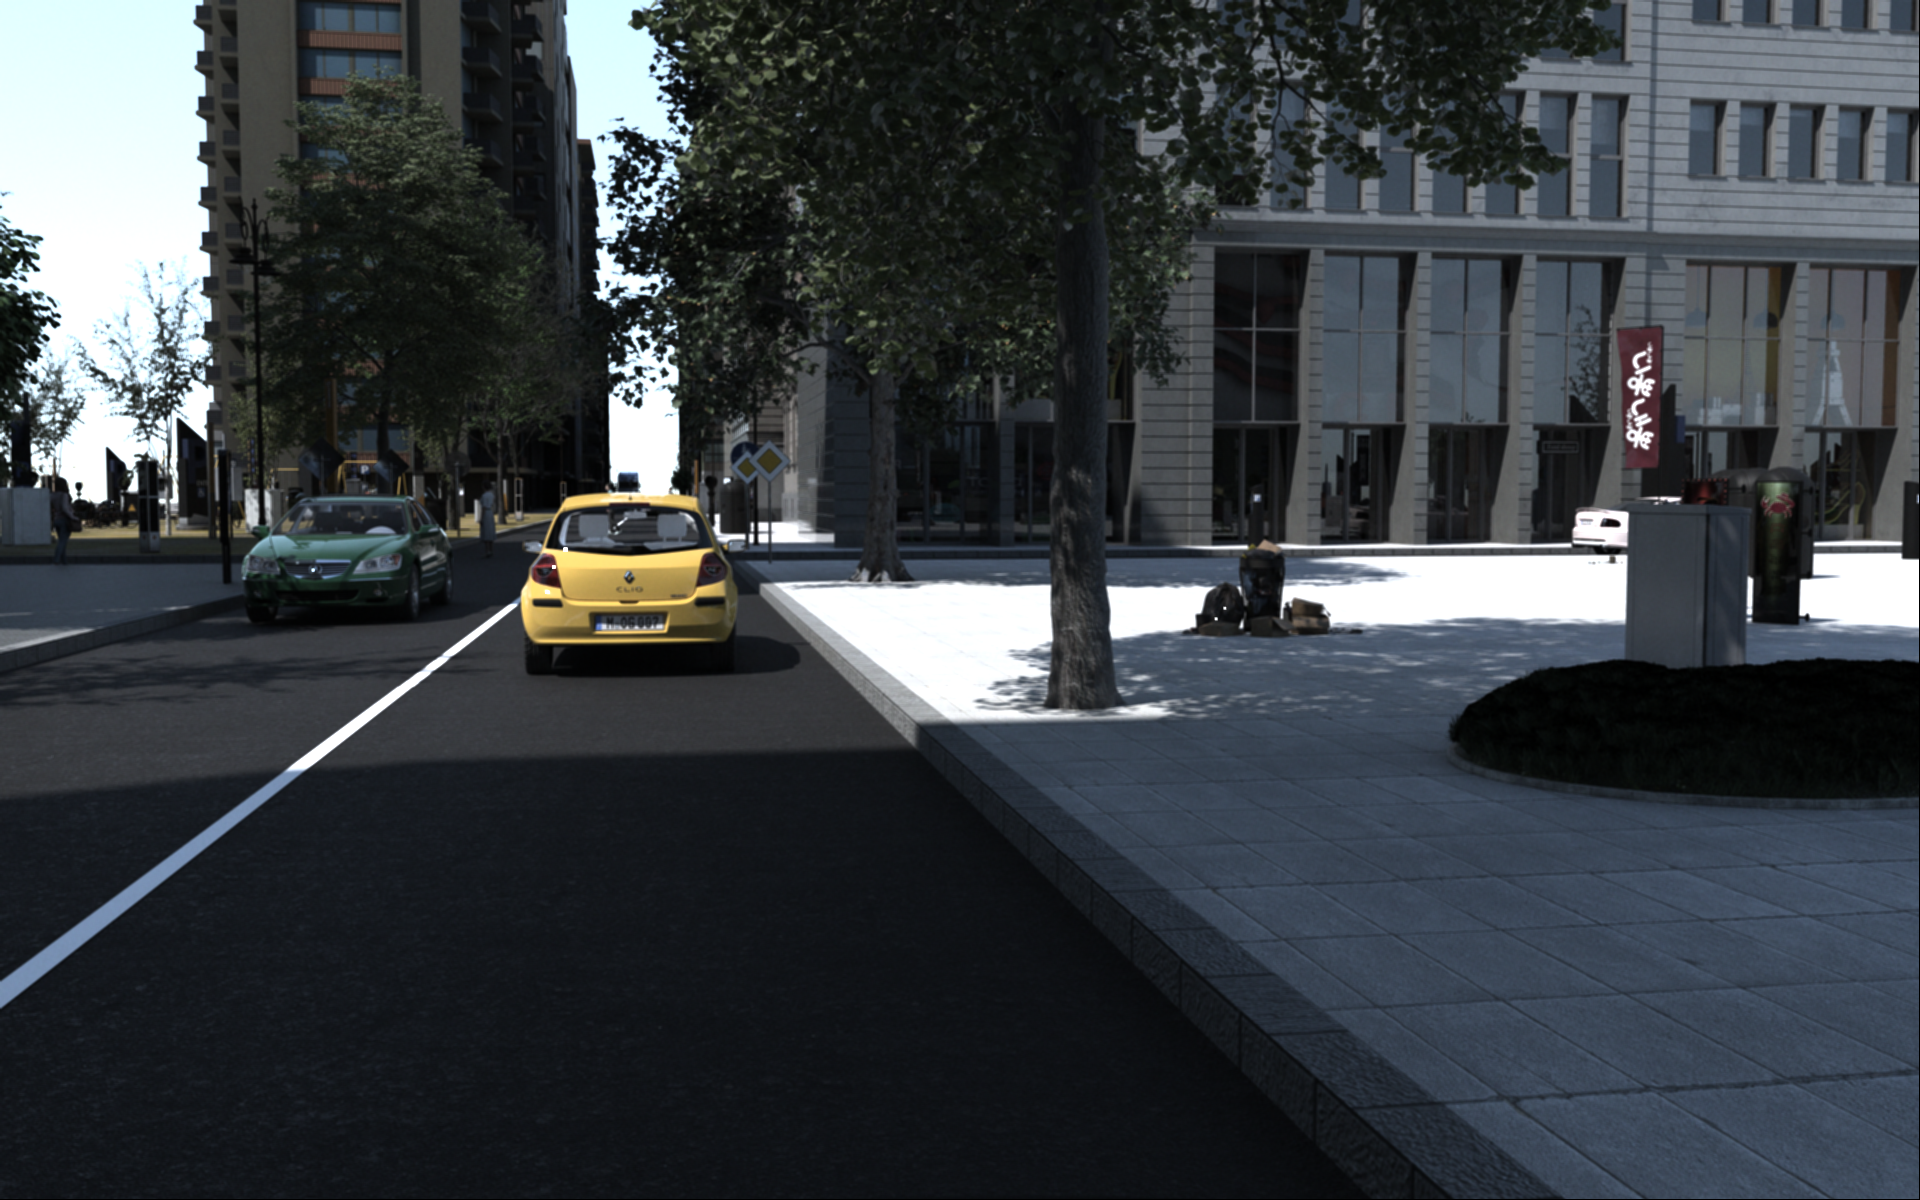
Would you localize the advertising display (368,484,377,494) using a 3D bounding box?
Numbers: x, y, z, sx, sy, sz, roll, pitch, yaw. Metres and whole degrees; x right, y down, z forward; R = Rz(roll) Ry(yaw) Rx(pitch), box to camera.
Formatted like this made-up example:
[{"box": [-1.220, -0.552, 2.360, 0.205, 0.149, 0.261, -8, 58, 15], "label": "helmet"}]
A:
[{"box": [-36.319, -6.260, 107.559, 0.974, 1.923, 0.123, 0, 4, 0], "label": "advertising display"}]

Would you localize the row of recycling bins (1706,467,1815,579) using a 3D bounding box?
[{"box": [12.636, -1.256, 27.651, 1.069, 1.692, 3.534, 0, 4, 8], "label": "row of recycling bins"}]

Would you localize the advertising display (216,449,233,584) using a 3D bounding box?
[{"box": [-10.632, -1.216, 25.090, 0.123, 1.923, 0.974, -1, 4, -20], "label": "advertising display"}]

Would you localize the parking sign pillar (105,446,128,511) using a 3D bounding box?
[{"box": [-47.939, -6.732, 98.532, 1.447, 3.967, 1.447, 1, 4, 12], "label": "parking sign pillar"}]

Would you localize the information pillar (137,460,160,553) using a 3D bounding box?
[{"box": [-17.708, -2.038, 37.807, 0.304, 2.012, 0.304, 2, 4, 23], "label": "information pillar"}]

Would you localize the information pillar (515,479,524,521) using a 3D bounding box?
[{"box": [-20.884, -4.746, 82.082, 0.304, 2.012, 0.304, 0, 4, 2], "label": "information pillar"}]

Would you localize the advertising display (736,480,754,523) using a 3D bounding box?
[{"box": [-9.703, -4.435, 77.732, 0.974, 1.923, 0.123, -3, 4, -38], "label": "advertising display"}]

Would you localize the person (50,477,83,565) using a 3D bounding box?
[{"box": [-16.597, -1.400, 31.980, 0.593, 1.750, 0.643, 2, 4, 28], "label": "person"}]

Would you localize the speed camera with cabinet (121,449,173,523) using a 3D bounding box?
[{"box": [-35.867, -5.018, 76.385, 2.038, 3.252, 0.660, 0, 4, -7], "label": "speed camera with cabinet"}]

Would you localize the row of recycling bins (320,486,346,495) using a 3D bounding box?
[{"box": [-33.106, -5.116, 90.759, 3.534, 1.692, 1.069, 1, 4, 16], "label": "row of recycling bins"}]

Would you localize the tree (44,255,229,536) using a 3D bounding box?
[{"box": [-24.457, -6.262, 52.750, 4.360, 8.622, 3.978, 0, 3, 0], "label": "tree"}]

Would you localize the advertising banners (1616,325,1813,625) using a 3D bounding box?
[{"box": [7.605, -1.310, 17.605, 0.090, 3.025, 2.074, -3, 5, -40], "label": "advertising banners"}]

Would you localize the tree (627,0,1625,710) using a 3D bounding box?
[{"box": [0.897, -5.602, 9.713, 7.486, 12.596, 7.792, 0, 3, 0], "label": "tree"}]

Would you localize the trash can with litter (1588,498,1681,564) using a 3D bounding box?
[{"box": [12.689, -1.274, 31.896, 2.233, 1.210, 1.678, 0, 4, 7], "label": "trash can with litter"}]

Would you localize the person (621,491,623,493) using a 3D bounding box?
[{"box": [-32.182, -9.489, 164.582, 0.756, 1.711, 0.436, 2, 4, 24], "label": "person"}]

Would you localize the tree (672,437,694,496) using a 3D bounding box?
[{"box": [-32.205, -15.600, 205.426, 4.360, 8.622, 3.978, 0, 3, 0], "label": "tree"}]

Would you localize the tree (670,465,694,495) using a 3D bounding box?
[{"box": [-31.452, -13.032, 196.794, 4.285, 4.588, 4.351, 0, 3, 0], "label": "tree"}]

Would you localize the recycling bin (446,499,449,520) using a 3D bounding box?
[{"box": [-25.829, -4.482, 85.837, 0.722, 1.027, 0.722, 3, 4, 37], "label": "recycling bin"}]

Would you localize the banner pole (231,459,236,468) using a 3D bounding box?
[{"box": [-45.325, -7.187, 107.532, 0.863, 3.779, 0.401, -1, 4, -16], "label": "banner pole"}]

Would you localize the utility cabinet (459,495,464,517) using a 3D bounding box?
[{"box": [-27.831, -5.174, 95.755, 0.306, 1.237, 1.020, 1, 4, 20], "label": "utility cabinet"}]

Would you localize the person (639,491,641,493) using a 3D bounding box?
[{"box": [-32.143, -10.140, 174.739, 0.568, 1.767, 0.683, 1, 4, 16], "label": "person"}]

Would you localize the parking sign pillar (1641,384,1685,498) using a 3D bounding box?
[{"box": [17.530, -3.347, 43.203, 1.447, 3.967, 1.447, 0, 4, -7], "label": "parking sign pillar"}]

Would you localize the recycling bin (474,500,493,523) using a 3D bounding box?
[{"box": [-21.308, -3.970, 77.465, 0.722, 1.027, 0.722, -1, 4, -21], "label": "recycling bin"}]

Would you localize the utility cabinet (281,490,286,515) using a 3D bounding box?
[{"box": [-41.259, -5.871, 104.677, 1.173, 1.500, 0.318, 2, 4, 31], "label": "utility cabinet"}]

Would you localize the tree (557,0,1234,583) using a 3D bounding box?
[{"box": [-1.047, -6.618, 25.213, 9.611, 12.733, 9.660, 0, 3, 0], "label": "tree"}]

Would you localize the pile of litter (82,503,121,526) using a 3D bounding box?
[{"box": [-34.749, -3.404, 69.612, 1.176, 0.858, 1.719, 0, 4, -3], "label": "pile of litter"}]

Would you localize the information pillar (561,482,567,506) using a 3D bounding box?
[{"box": [-24.688, -6.328, 107.951, 0.304, 2.012, 0.304, 0, 4, -1], "label": "information pillar"}]

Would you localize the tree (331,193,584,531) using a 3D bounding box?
[{"box": [-18.006, -8.267, 60.918, 9.928, 11.665, 9.643, 0, 3, 0], "label": "tree"}]

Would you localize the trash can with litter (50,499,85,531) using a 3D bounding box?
[{"box": [-31.847, -3.078, 61.387, 1.678, 1.210, 2.233, 1, 4, 20], "label": "trash can with litter"}]

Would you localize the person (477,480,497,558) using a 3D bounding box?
[{"box": [-10.722, -1.832, 39.015, 0.524, 1.755, 0.480, 1, 4, 12], "label": "person"}]

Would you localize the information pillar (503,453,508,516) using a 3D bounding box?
[{"box": [-26.089, -6.612, 99.465, 0.183, 3.616, 0.504, 0, 4, 1], "label": "information pillar"}]

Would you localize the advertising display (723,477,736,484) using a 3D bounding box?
[{"box": [-8.637, -3.633, 64.609, 0.123, 1.923, 0.974, -2, 4, -24], "label": "advertising display"}]

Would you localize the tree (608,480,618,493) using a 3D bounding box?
[{"box": [-47.726, -14.877, 237.834, 1.663, 3.219, 1.824, 0, 3, 0], "label": "tree"}]

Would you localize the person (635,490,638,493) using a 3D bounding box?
[{"box": [-25.844, -7.914, 138.422, 0.617, 1.759, 0.750, 0, 4, -7], "label": "person"}]

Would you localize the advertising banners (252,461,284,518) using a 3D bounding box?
[{"box": [-37.058, -5.895, 92.572, 0.090, 3.025, 2.074, 2, 4, 32], "label": "advertising banners"}]

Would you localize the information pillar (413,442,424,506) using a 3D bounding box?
[{"box": [-24.597, -5.340, 78.660, 0.504, 3.616, 0.183, -3, 5, -43], "label": "information pillar"}]

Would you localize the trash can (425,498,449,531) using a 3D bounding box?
[{"box": [-17.426, -2.818, 57.734, 0.748, 1.137, 0.748, 0, 3, 0], "label": "trash can"}]

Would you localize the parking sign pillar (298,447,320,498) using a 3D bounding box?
[{"box": [-31.639, -5.854, 84.191, 1.447, 3.967, 1.447, 3, 5, 42], "label": "parking sign pillar"}]

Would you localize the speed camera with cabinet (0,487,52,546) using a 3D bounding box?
[{"box": [-23.562, -2.953, 42.625, 0.660, 3.252, 2.038, 2, 4, 34], "label": "speed camera with cabinet"}]

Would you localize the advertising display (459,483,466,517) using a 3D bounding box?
[{"box": [-27.993, -5.595, 96.691, 0.974, 1.923, 0.123, 2, 4, 29], "label": "advertising display"}]

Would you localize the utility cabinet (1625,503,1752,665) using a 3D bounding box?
[{"box": [4.661, 0.002, 11.132, 0.306, 1.237, 1.020, 0, 4, -6], "label": "utility cabinet"}]

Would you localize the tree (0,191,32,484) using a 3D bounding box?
[{"box": [-22.571, -5.406, 38.755, 4.737, 8.622, 4.395, 0, 3, 0], "label": "tree"}]

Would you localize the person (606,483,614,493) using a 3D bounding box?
[{"box": [-12.327, -3.241, 61.505, 0.620, 1.820, 0.660, -1, 4, -8], "label": "person"}]

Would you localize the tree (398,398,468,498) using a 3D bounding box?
[{"box": [-31.744, -9.469, 105.183, 4.737, 8.622, 4.395, 0, 3, 0], "label": "tree"}]

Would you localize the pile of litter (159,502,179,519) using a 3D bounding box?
[{"box": [-40.379, -4.538, 88.161, 1.176, 0.858, 1.719, -3, 5, -40], "label": "pile of litter"}]

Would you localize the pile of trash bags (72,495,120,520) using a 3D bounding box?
[{"box": [-43.522, -4.666, 86.034, 3.447, 1.369, 1.912, 0, 4, 7], "label": "pile of trash bags"}]

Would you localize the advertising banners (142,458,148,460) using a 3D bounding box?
[{"box": [-37.065, -5.001, 77.961, 0.090, 3.025, 2.074, 0, 4, 6], "label": "advertising banners"}]

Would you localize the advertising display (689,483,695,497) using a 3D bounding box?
[{"box": [-15.248, -5.712, 98.605, 0.123, 1.923, 0.974, 0, 4, 2], "label": "advertising display"}]

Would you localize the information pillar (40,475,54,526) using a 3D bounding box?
[{"box": [-35.197, -3.811, 66.801, 0.304, 2.012, 0.304, 1, 4, 18], "label": "information pillar"}]

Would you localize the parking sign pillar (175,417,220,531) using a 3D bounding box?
[{"box": [-27.026, -4.454, 61.302, 1.447, 3.967, 1.447, 1, 4, 23], "label": "parking sign pillar"}]

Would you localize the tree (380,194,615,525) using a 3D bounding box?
[{"box": [-19.319, -9.896, 72.164, 12.009, 13.543, 11.850, 0, 3, 0], "label": "tree"}]

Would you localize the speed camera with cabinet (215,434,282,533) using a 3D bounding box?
[{"box": [-23.330, -3.818, 56.755, 2.038, 3.252, 0.660, 1, 4, 10], "label": "speed camera with cabinet"}]

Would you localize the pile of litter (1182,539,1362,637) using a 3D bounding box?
[{"box": [2.908, -0.123, 15.976, 1.719, 0.858, 1.176, 0, 4, 5], "label": "pile of litter"}]

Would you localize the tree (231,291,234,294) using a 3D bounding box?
[{"box": [-15.126, -7.847, 46.428, 7.486, 12.596, 7.792, 0, 3, 0], "label": "tree"}]

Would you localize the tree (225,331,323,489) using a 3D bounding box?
[{"box": [-29.965, -7.657, 75.552, 4.737, 8.622, 4.395, 0, 3, 0], "label": "tree"}]

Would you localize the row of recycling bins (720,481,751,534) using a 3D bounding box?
[{"box": [-7.423, -3.064, 57.214, 1.069, 1.692, 3.534, 0, 4, -6], "label": "row of recycling bins"}]

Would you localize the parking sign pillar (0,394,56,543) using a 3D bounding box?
[{"box": [-24.634, -3.489, 45.511, 1.447, 3.967, 1.447, -2, 4, -29], "label": "parking sign pillar"}]

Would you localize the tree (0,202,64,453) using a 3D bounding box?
[{"box": [-10.258, -1.995, 16.334, 4.285, 4.588, 4.351, 0, 3, 0], "label": "tree"}]

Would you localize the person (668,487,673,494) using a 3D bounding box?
[{"box": [-15.656, -5.166, 93.138, 0.473, 1.802, 0.592, 2, 4, 33], "label": "person"}]
